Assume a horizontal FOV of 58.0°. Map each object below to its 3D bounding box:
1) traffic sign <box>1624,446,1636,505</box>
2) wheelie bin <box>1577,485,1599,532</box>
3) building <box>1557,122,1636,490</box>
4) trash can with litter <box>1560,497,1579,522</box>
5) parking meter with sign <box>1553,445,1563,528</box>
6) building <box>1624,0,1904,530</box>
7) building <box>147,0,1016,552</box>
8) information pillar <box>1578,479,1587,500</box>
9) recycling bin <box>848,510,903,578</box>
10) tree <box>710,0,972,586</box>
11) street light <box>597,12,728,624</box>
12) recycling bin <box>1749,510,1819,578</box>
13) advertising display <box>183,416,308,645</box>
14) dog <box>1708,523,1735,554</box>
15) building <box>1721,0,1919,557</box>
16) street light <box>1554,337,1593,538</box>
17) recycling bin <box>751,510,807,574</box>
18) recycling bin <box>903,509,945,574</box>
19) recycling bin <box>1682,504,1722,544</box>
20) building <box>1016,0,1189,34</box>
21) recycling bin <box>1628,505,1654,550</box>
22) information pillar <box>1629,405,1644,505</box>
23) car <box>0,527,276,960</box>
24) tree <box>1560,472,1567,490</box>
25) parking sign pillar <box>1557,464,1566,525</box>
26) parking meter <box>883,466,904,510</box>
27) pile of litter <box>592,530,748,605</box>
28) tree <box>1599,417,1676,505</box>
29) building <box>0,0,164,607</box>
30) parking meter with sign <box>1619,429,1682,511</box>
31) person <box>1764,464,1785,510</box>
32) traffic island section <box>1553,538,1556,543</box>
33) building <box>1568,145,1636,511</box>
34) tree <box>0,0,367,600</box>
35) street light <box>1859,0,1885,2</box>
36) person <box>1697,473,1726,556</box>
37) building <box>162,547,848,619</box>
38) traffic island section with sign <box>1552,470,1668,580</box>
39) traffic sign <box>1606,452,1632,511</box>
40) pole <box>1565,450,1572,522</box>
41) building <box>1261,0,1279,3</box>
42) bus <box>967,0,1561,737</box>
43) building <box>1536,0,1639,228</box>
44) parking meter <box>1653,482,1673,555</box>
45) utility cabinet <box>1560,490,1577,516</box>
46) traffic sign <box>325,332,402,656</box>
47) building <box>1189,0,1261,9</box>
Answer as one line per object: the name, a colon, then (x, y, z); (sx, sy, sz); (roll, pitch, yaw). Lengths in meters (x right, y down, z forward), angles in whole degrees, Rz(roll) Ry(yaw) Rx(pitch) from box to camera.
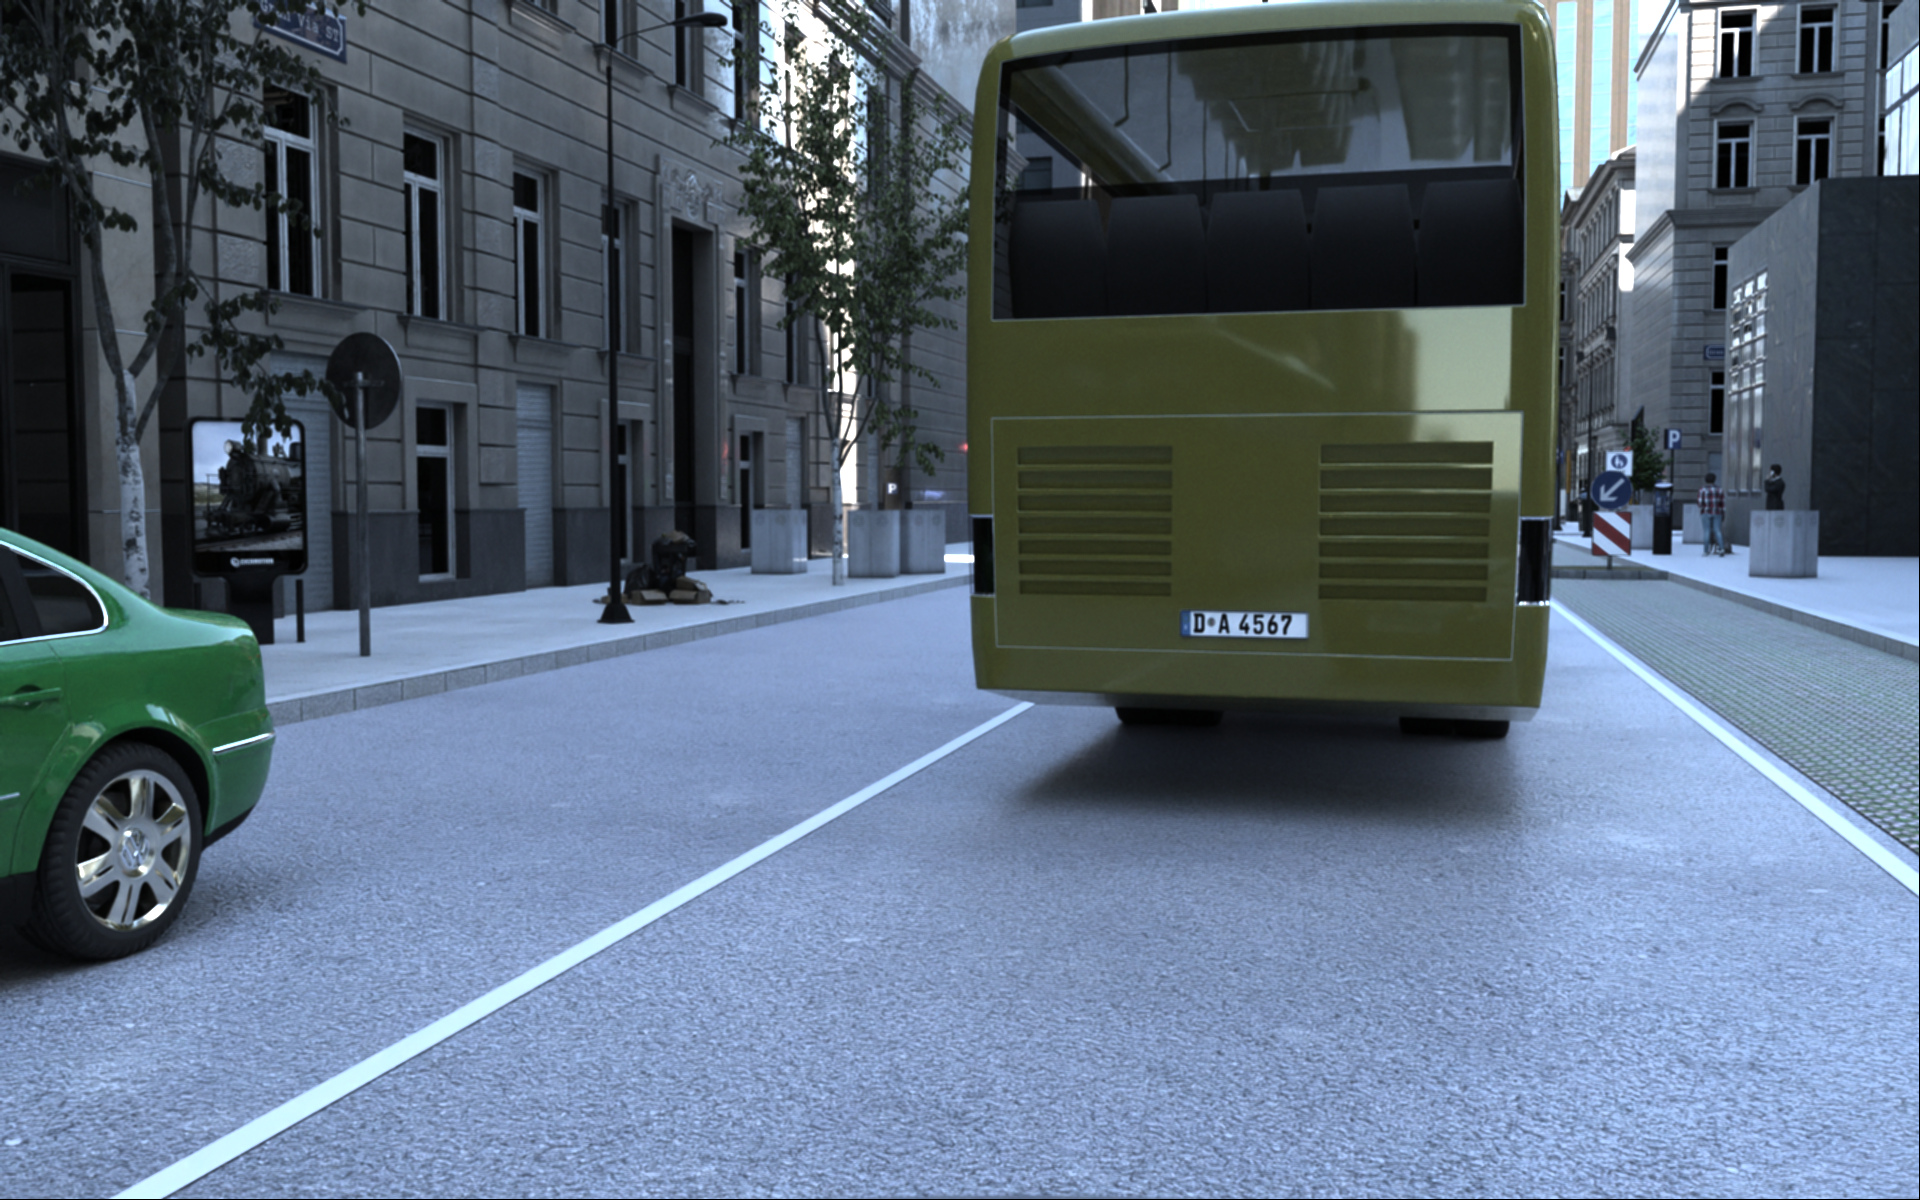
traffic sign: (17.391, -2.727, 44.686); (0.768, 2.556, 0.104); (1, 4, 18)
wheelie bin: (21.539, -3.147, 59.369); (0.693, 1.594, 0.980); (0, 4, 7)
building: (45.101, -17.898, 111.721); (14.460, 24.649, 34.723); (1, 4, 14)
trash can with litter: (27.977, -4.170, 79.571); (1.055, 1.170, 0.624); (1, 4, 17)
parking meter with sign: (21.441, -4.069, 62.791); (0.543, 3.016, 1.738); (1, 4, 19)
building: (38.027, -16.237, 62.740); (25.104, 27.353, 12.463); (1, 4, 14)
building: (-11.417, -15.388, 48.861); (25.104, 27.353, 12.463); (1, 4, 14)
information pillar: (29.574, -4.757, 82.273); (0.304, 2.012, 0.304); (-2, 4, -29)
recycling bin: (-1.332, -0.873, 26.821); (0.722, 1.027, 0.722); (0, 4, 6)
tree: (-1.550, -4.498, 23.908); (4.737, 8.622, 4.395); (0, 3, 0)
street light: (-2.917, -2.719, 16.992); (1.470, 5.913, 1.316); (1, 4, 14)
recycling bin: (12.733, -0.869, 26.768); (0.722, 1.027, 0.722); (-2, 4, -30)
advertising display: (-6.028, -0.578, 14.657); (0.974, 1.923, 0.123); (-3, 5, -42)
dog: (16.314, -1.379, 36.925); (0.800, 0.831, 0.513); (2, 4, 31)
building: (27.075, -43.598, 25.501); (22.319, 86.520, 31.000); (1, 4, 14)
street light: (18.071, -4.815, 51.260); (1.470, 5.913, 1.316); (1, 4, 14)
recycling bin: (-2.927, -0.947, 28.033); (0.722, 1.027, 0.722); (1, 4, 16)
recycling bin: (-0.719, -0.949, 28.068); (0.722, 1.027, 0.722); (-3, 4, -36)
recycling bin: (19.151, -1.964, 44.667); (0.722, 1.027, 0.722); (-3, 4, -37)
building: (2.498, -18.734, 78.004); (14.160, 30.474, 14.107); (1, 4, 14)
recycling bin: (15.925, -1.699, 40.326); (0.722, 1.027, 0.722); (1, 4, 20)
information pillar: (17.761, -3.310, 45.471); (0.504, 3.616, 0.183); (-3, 5, -40)
car: (-3.744, 0.278, 4.251); (1.959, 1.807, 4.718); (1, 4, 15)
tree: (26.183, -5.098, 77.960); (1.663, 3.219, 1.824); (0, 3, 0)
parking sign pillar: (24.961, -5.196, 73.426); (1.447, 3.967, 1.447); (0, 4, -3)
parking meter: (-1.383, -1.846, 35.898); (0.399, 1.863, 0.255); (1, 4, 11)
pile of litter: (-3.428, -0.391, 20.351); (1.719, 0.858, 1.176); (1, 4, 19)
tree: (17.071, -2.993, 43.538); (1.663, 3.219, 1.824); (0, 3, 0)
building: (-20.599, -11.988, 0.520); (19.350, 26.468, 34.151); (1, 4, 14)
parking meter with sign: (18.698, -3.111, 47.123); (0.543, 3.016, 1.738); (-2, 4, -26)
person: (16.985, -1.886, 36.248); (0.474, 1.900, 0.648); (0, 4, 6)
traffic island section: (16.658, -1.802, 51.748); (2.009, 0.180, 2.903); (1, 4, 14)
building: (36.586, -13.555, 86.247); (10.561, 19.102, 19.286); (1, 4, 14)
tree: (-5.266, -3.683, 10.586); (4.360, 8.622, 3.978); (0, 3, 0)
street light: (8.904, -2.650, 15.870); (1.470, 5.913, 1.316); (1, 4, 14)
person: (15.491, -1.763, 35.701); (0.563, 1.720, 0.643); (0, 4, 8)
building: (-9.766, -14.165, 28.869); (12.463, 27.353, 25.104); (1, 4, 14)
traffic island section with sign: (10.983, -1.292, 29.746); (1.989, 1.847, 2.006); (1, 4, 14)
traffic sign: (15.712, -2.398, 41.341); (0.606, 2.300, 0.079); (1, 4, 19)
pole: (28.373, -5.316, 80.760); (0.158, 3.312, 0.155); (0, 3, 0)
building: (15.689, -32.113, 148.743); (21.300, 48.544, 21.600); (1, 4, 14)
bus: (2.941, -1.325, 13.209); (2.896, 3.916, 12.252); (1, 4, 16)
building: (52.317, -29.826, 137.773); (14.600, 45.320, 14.200); (1, 4, 14)
parking meter: (14.913, -1.733, 36.749); (0.372, 1.533, 0.369); (0, 3, 0)
utility cabinet: (29.581, -4.646, 84.636); (0.318, 1.500, 1.173); (-2, 4, -26)
traffic sign: (-4.714, -0.828, 13.649); (0.768, 2.556, 0.104); (2, 4, 24)
building: (9.333, -35.483, 122.144); (21.231, 58.520, 28.212); (1, 4, 14)
